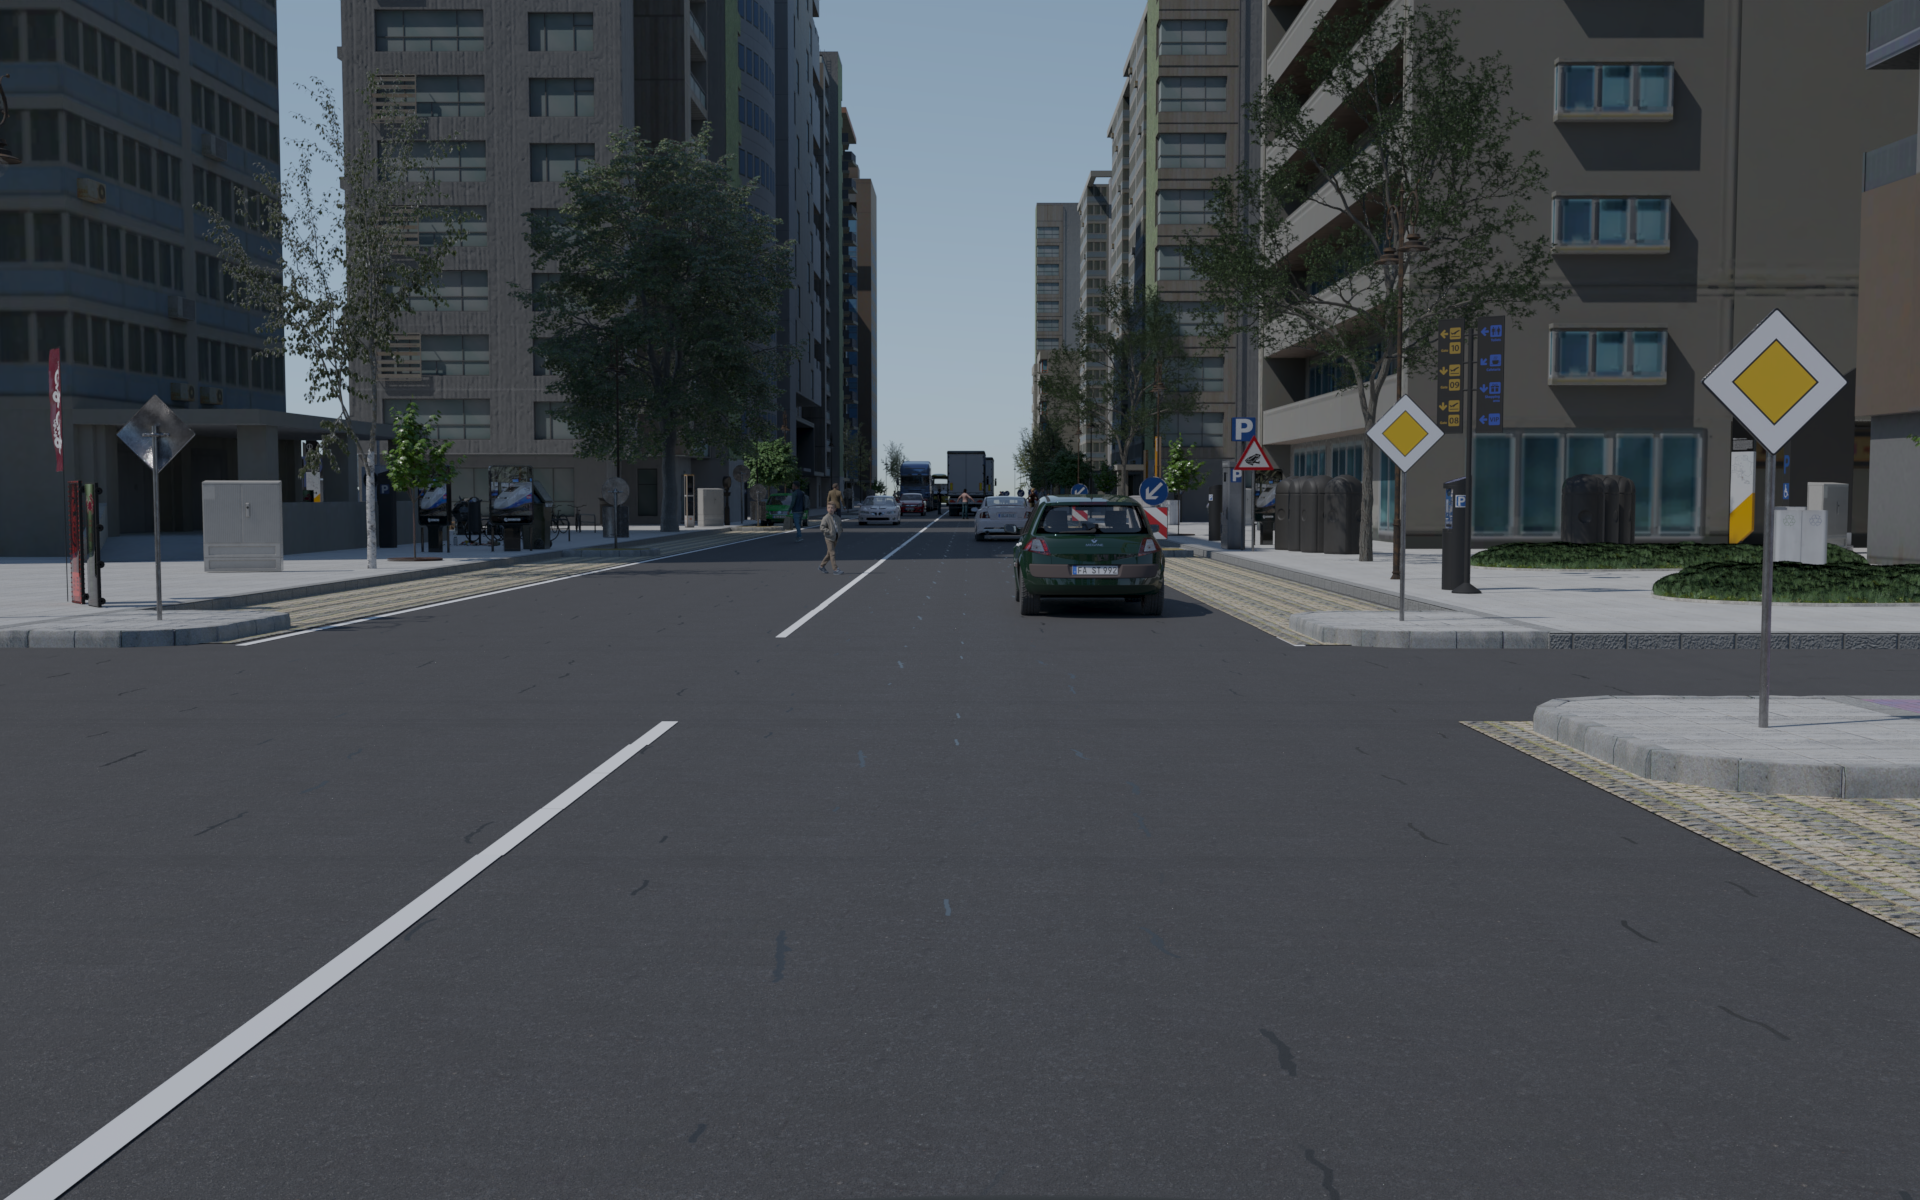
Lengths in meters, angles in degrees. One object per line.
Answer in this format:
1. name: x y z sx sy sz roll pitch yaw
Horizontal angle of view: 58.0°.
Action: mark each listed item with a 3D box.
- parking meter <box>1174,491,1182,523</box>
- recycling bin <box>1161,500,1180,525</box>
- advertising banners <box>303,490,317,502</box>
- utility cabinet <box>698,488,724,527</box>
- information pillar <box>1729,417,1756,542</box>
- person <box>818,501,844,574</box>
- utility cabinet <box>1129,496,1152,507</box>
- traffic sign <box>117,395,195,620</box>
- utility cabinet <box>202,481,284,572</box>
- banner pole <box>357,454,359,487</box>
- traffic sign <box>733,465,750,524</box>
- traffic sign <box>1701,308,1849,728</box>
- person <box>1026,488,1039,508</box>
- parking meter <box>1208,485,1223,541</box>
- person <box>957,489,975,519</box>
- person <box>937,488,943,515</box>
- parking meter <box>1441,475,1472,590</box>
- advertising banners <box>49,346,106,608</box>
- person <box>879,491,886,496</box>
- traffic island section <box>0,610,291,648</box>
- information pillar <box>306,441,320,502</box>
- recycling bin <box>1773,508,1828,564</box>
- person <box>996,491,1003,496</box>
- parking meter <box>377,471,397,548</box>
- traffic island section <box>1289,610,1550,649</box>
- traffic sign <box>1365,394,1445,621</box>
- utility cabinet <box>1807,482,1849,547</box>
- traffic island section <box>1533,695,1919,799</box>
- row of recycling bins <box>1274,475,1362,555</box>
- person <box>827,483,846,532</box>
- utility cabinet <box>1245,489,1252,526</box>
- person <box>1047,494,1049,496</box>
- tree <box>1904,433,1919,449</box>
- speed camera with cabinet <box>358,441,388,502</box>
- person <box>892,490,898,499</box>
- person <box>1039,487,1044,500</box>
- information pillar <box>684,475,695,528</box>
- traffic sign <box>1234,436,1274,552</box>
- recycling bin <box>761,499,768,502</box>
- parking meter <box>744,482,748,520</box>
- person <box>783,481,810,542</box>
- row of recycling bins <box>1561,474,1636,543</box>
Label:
1. parking meter: 9.819 -4.419 77.961 0.255 1.863 0.399 2 4 34
2. recycling bin: 8.590 -3.604 71.484 0.722 1.027 0.722 3 5 43
3. advertising banners: -20.940 -3.514 53.648 2.074 3.025 0.090 0 4 5
4. utility cabinet: -9.732 -3.610 67.695 0.318 1.500 1.173 2 4 34
5. information pillar: 15.362 -2.608 33.990 0.183 3.616 0.504 -2 4 -32
6. person: -2.298 -1.120 31.078 0.640 1.303 0.475 2 4 34
7. utility cabinet: 6.713 -3.230 63.975 1.020 1.237 0.306 3 5 43
8. traffic sign: -8.131 -0.850 17.540 0.795 2.450 0.064 0 4 0
9. utility cabinet: -11.749 -1.205 28.385 1.173 1.500 0.318 -1 4 -14
10. banner pole: -26.371 -5.253 75.905 0.401 3.779 0.863 -3 5 -42
11. traffic sign: -9.475 -4.590 75.160 0.768 2.556 0.104 0 4 1
12. traffic sign: 4.412 -0.355 9.455 0.795 2.450 0.064 0 4 0
13. person: 3.933 -5.272 95.218 1.217 1.766 0.721 -3 5 -40
14. parking meter: 6.999 -2.387 47.442 0.372 1.533 0.369 0 3 0
15. person: 0.342 -5.482 98.848 1.217 1.736 0.721 2 4 33
16. person: -1.391 -6.882 121.029 0.705 1.822 1.348 1 4 11
17. parking meter: 6.647 -0.903 23.174 0.372 1.533 0.369 0 3 0
18. advertising banners: -10.300 -1.466 20.158 0.090 3.025 2.074 -3 5 -40
19. person: -7.446 -9.619 166.580 0.742 1.727 0.445 1 4 16
20. traffic island section: -8.155 0.286 17.601 2.009 0.180 2.903 0 4 0
21. information pillar: -24.319 -4.509 65.081 0.504 3.616 0.183 -1 4 -11
22. recycling bin: 13.128 -0.890 27.104 0.722 1.027 0.722 1 4 20
23. person: 4.339 -11.013 189.095 0.617 1.759 0.750 3 5 43
24. parking meter: -13.637 -2.172 41.218 0.399 1.863 0.255 0 4 7
25. traffic island section: 4.486 0.291 17.517 2.009 0.180 2.903 0 4 0
26. traffic sign: 4.462 -0.844 17.440 0.795 2.450 0.064 0 4 0
27. utility cabinet: 16.455 -1.477 32.836 1.173 1.500 0.318 -3 5 -42
28. traffic island section: 4.436 0.780 9.532 2.009 0.180 2.903 0 4 0
29. row of recycling bins: 7.903 -1.909 38.332 1.069 1.692 3.534 -1 4 -12
30. person: -4.683 -3.511 65.816 0.656 1.842 0.836 -2 4 -32
31. utility cabinet: 11.284 -3.689 68.986 0.318 1.500 1.173 3 4 37
32. person: 9.005 -9.986 174.986 0.599 1.433 0.991 -3 5 -42
33. tree: 14.841 -1.865 25.087 1.663 3.219 1.824 0 3 0
34. speed camera with cabinet: -19.121 -3.699 54.821 2.038 3.252 0.660 1 4 12
35. person: -7.033 -10.913 186.923 0.705 1.824 1.348 -2 4 -27
36. person: 4.387 -5.031 90.963 0.583 1.804 0.606 1 4 9
37. information pillar: -10.325 -3.767 66.083 0.304 2.012 0.304 -2 4 -26
38. traffic sign: 6.530 -2.358 38.560 0.884 2.594 0.081 0 4 1
39. recycling bin: -9.424 -4.475 85.717 0.722 1.027 0.722 1 4 10
40. parking meter: -10.738 -4.896 85.754 0.399 1.863 0.255 -3 5 -40
41. person: -4.897 -2.646 51.755 0.794 1.824 0.713 -3 4 -37
42. row of recycling bins: 13.585 -1.809 36.695 1.069 1.692 3.534 2 4 34
